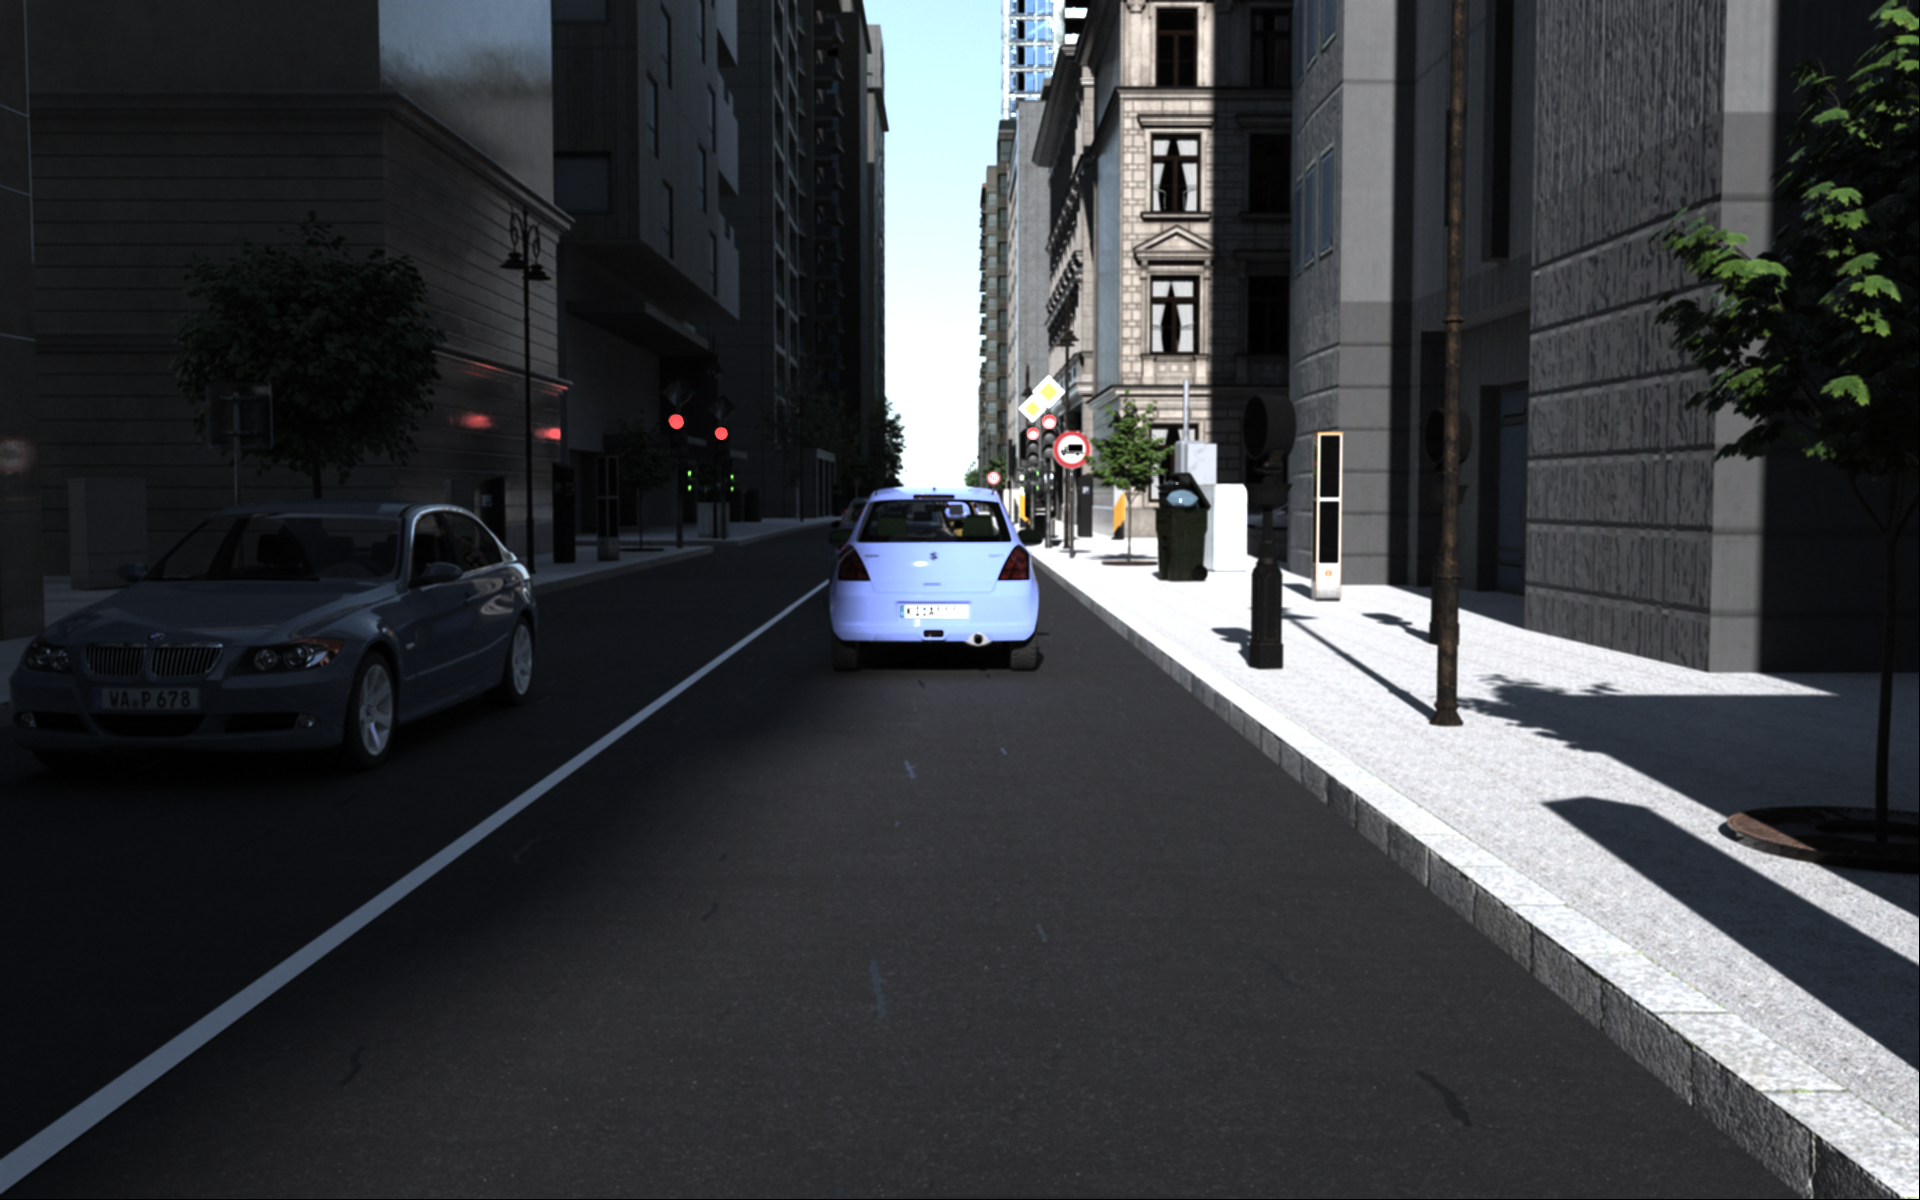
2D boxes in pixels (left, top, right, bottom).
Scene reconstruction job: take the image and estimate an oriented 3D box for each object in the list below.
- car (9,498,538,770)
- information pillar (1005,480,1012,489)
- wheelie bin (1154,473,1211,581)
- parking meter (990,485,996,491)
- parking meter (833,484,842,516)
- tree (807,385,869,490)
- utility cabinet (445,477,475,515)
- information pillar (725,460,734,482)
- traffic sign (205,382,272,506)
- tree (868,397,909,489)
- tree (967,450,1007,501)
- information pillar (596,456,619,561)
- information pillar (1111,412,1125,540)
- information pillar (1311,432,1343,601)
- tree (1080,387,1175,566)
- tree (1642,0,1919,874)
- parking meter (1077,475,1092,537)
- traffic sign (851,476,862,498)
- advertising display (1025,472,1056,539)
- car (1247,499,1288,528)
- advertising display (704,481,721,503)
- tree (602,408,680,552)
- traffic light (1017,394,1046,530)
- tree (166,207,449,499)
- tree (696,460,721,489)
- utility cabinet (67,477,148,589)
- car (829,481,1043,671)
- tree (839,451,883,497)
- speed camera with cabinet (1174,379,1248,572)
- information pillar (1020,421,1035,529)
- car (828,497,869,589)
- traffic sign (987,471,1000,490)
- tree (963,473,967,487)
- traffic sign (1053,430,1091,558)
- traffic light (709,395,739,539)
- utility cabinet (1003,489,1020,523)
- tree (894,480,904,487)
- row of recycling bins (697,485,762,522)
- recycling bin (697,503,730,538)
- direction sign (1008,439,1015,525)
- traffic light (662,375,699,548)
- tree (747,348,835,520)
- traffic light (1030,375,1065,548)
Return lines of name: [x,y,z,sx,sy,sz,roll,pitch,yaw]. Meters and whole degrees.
car: [-3.862,0.090,10.525,2.014,1.417,4.499,0,4,1]
information pillar: [2.482,-5.114,88.101,0.304,2.012,0.304,-1,4,-8]
wheelie bin: [3.273,-1.083,25.614,0.693,1.594,0.980,-1,4,-19]
parking meter: [1.890,-5.714,99.138,0.255,1.863,0.399,2,4,26]
parking meter: [-7.159,-5.796,100.472,0.399,1.863,0.255,1,4,16]
tree: [-8.480,-10.253,118.001,4.737,8.622,4.395,0,3,0]
utility cabinet: [-6.651,-0.876,22.996,0.318,1.500,1.173,-1,4,-20]
information pillar: [-10.792,-5.463,80.678,0.504,3.616,0.183,1,4,13]
traffic sign: [-6.608,-0.841,15.888,0.606,2.300,0.079,0,4,2]
tree: [-9.486,-17.303,201.025,7.486,12.596,7.792,0,3,0]
tree: [3.173,-8.851,128.426,4.285,4.588,4.351,0,3,0]
information pillar: [-6.780,-1.764,33.336,0.304,2.012,0.304,2,4,35]
information pillar: [4.472,-3.502,48.612,0.183,3.616,0.504,-2,4,-27]
information pillar: [4.403,-0.997,20.787,0.304,2.012,0.304,0,4,1]
tree: [3.063,-2.262,31.586,1.663,3.219,1.824,0,3,0]
tree: [3.285,-0.718,6.344,1.663,3.219,1.824,0,3,0]
parking meter: [3.727,-2.847,52.254,0.255,1.863,0.399,2,4,28]
traffic sign: [-7.235,-7.417,121.379,0.768,2.556,0.104,0,4,5]
advertising display: [2.319,-2.736,49.945,0.974,1.923,0.123,2,4,31]
car: [8.761,-1.983,44.780,4.827,1.381,2.083,0,3,0]
advertising display: [-12.594,-5.089,88.419,0.974,1.923,0.123,0,4,7]
tree: [-7.160,-2.711,38.930,1.663,3.219,1.824,0,3,0]
traffic light: [2.030,-3.677,49.034,0.839,4.253,0.868,0,4,0]
tree: [-7.492,-2.216,19.938,4.285,4.588,4.351,0,3,0]
tree: [-12.721,-6.204,85.152,4.285,4.588,4.351,0,3,0]
utility cabinet: [-11.597,-0.912,23.585,0.318,1.500,1.173,1,4,12]
car: [-0.217,-0.350,15.322,1.945,1.707,3.694,0,4,-1]
tree: [-7.539,-9.027,131.299,4.285,4.588,4.351,0,3,0]
speed camera with cabinet: [4.236,-2.140,29.326,0.660,3.252,2.038,-1,4,-13]
information pillar: [2.151,-3.892,54.986,0.504,3.616,0.183,-1,4,-9]
car: [-0.908,-0.796,25.019,2.014,1.417,4.499,0,4,1]
traffic sign: [1.867,-5.881,96.267,0.768,2.556,0.104,0,4,5]
tree: [1.836,-13.694,207.608,4.285,4.588,4.351,0,3,0]
traffic sign: [2.238,-2.111,34.626,0.768,2.556,0.104,1,4,9]
traffic light: [-6.681,-3.673,48.967,0.839,4.253,0.868,0,4,0]
utility cabinet: [2.533,-4.177,76.979,1.173,1.500,0.318,1,4,20]
tree: [-8.256,-15.457,247.318,1.663,3.219,1.824,0,3,0]
row of recycling bins: [-10.781,-4.403,79.106,3.534,1.692,1.069,-2,4,-24]
recycling bin: [-7.340,-2.386,51.563,0.722,1.027,0.722,-3,4,-37]
direction sign: [2.084,-4.883,71.838,0.379,3.537,0.876,0,4,-7]
traffic light: [-6.635,-3.184,40.982,0.839,4.253,0.868,0,4,0]
tree: [-8.339,-8.304,86.139,4.360,8.622,3.978,0,3,0]
traffic light: [2.076,-3.188,41.049,0.839,4.253,0.868,0,4,0]
